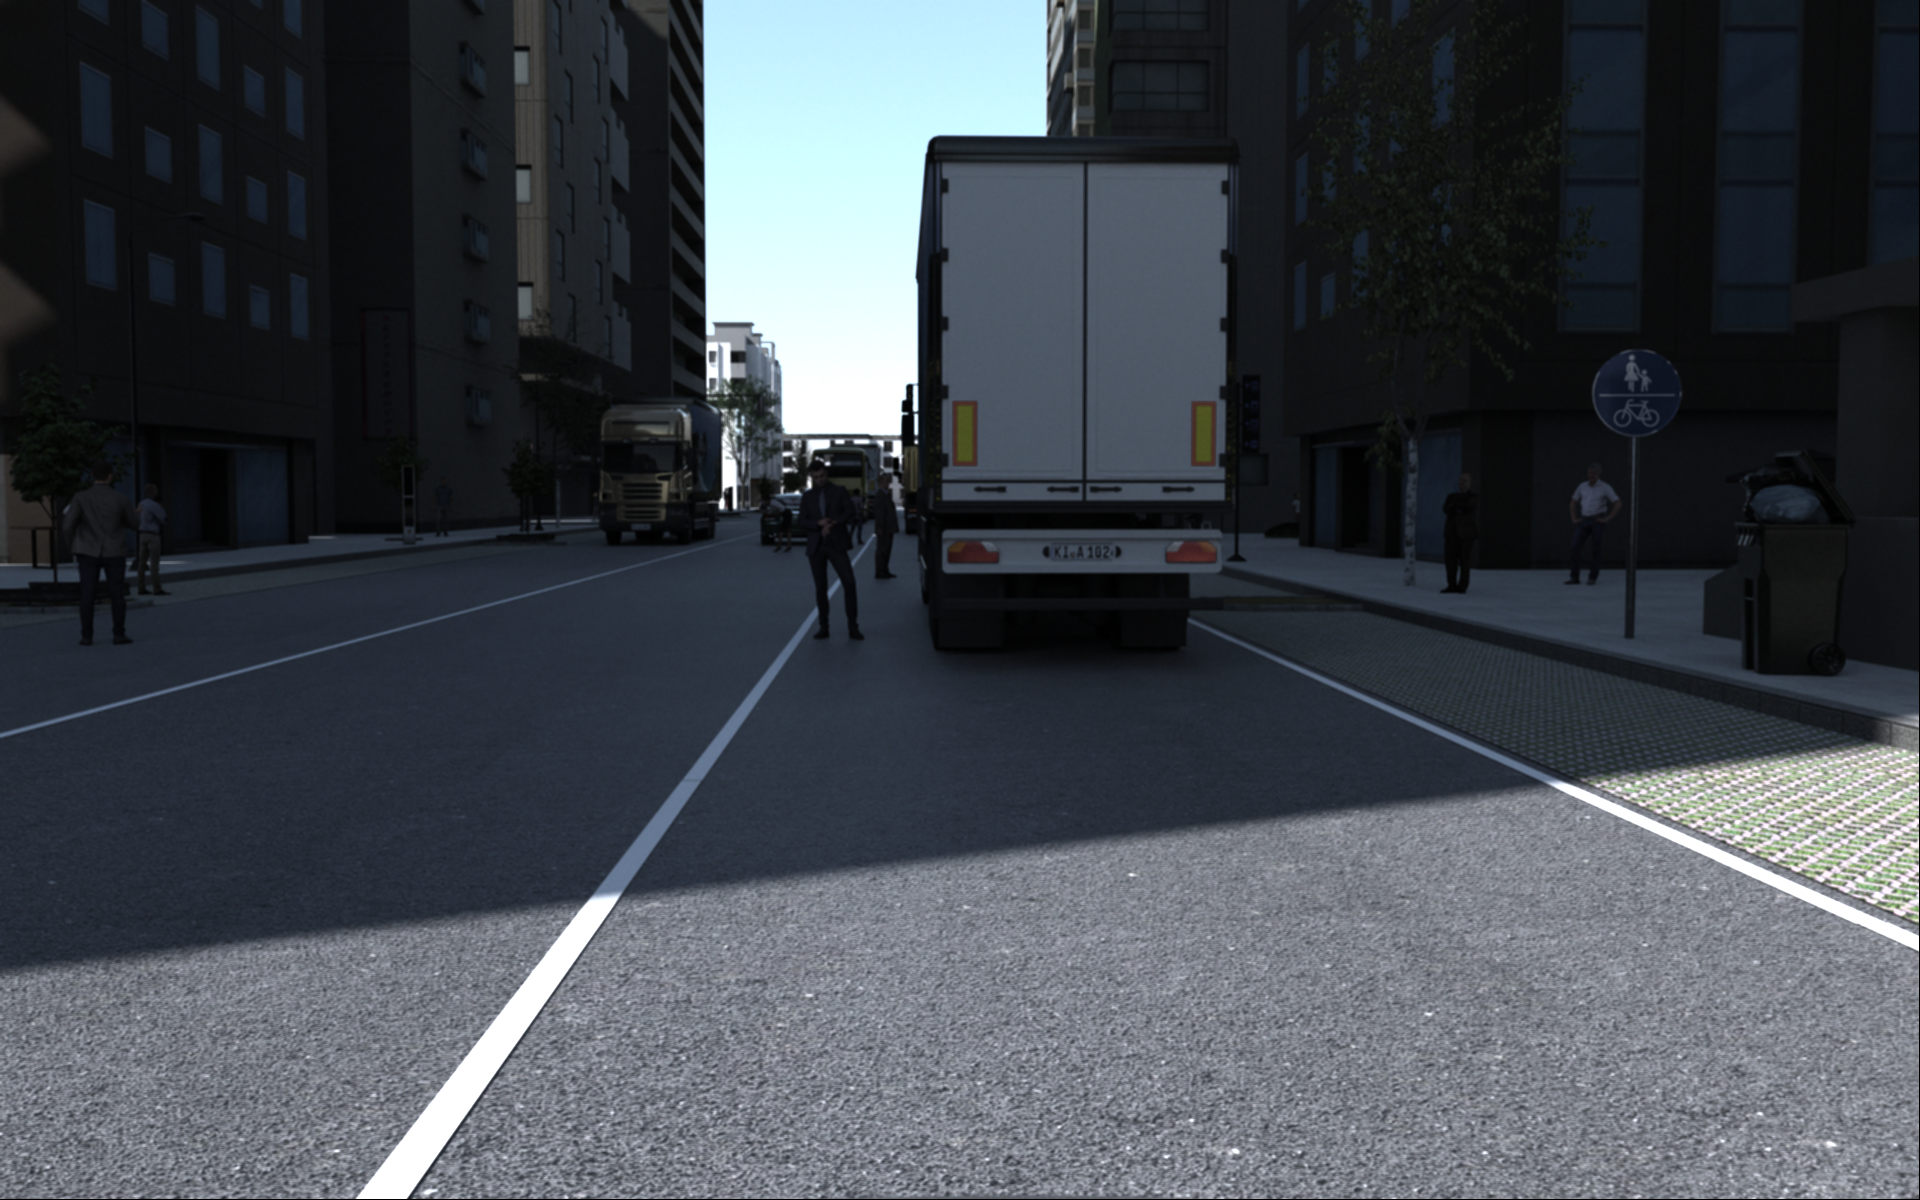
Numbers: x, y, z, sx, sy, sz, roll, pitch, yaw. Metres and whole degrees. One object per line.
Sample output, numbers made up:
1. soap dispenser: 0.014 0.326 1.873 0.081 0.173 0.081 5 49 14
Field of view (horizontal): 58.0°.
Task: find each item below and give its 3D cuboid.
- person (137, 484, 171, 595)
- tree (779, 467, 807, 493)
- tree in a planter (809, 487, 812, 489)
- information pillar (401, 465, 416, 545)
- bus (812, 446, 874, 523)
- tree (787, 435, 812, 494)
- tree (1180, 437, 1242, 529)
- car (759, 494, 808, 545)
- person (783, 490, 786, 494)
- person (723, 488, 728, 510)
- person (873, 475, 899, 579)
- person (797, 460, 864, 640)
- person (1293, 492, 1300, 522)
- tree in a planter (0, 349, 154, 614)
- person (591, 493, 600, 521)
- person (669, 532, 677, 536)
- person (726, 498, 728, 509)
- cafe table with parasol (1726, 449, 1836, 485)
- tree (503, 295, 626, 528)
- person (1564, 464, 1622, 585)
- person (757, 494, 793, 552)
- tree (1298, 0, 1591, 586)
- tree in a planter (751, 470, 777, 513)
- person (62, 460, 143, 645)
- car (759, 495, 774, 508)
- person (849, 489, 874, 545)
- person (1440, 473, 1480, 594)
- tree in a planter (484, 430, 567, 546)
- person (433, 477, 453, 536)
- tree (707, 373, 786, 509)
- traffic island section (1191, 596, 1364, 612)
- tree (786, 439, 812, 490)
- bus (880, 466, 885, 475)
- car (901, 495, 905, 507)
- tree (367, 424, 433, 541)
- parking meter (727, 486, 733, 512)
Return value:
1. person: -11.416 -0.850 24.462 0.516 1.574 0.319 2 4 32
2. tree: -20.292 -13.947 211.743 4.285 4.588 4.351 0 3 0
3. tree in a planter: -17.256 -12.875 207.721 1.991 3.239 1.994 0 4 -2
4. information pillar: -13.995 -2.414 43.964 0.304 2.012 0.304 -1 4 -19
5. bus: -5.892 -5.848 87.163 2.896 3.916 12.252 0 4 -2
6. tree: -19.731 -16.325 217.282 4.360 8.622 3.978 0 3 0
7. tree: 6.290 -3.962 48.498 4.285 4.588 4.351 0 3 0
8. car: -4.804 -2.361 50.404 2.131 1.459 4.920 0 4 -3
9. person: -20.385 -11.938 201.918 1.217 1.739 0.721 0 4 6
10. person: -19.406 -8.404 143.571 0.434 1.807 0.598 1 4 15
11. person: -1.248 -1.250 29.493 0.434 1.755 0.990 1 4 13
12. person: -1.283 -0.498 17.092 0.683 1.767 0.568 0 4 5
13. person: 10.527 -2.663 53.490 0.435 1.345 0.340 -1 4 -10
14. tree in a planter: -11.248 -1.482 21.447 1.991 3.239 1.994 0 4 -2
15. person: -17.337 -4.429 82.361 0.340 1.345 0.435 0 4 5
16. person: -9.645 -2.418 58.514 0.357 0.543 0.381 -1 4 -21
17. person: -20.334 -8.799 152.368 0.387 1.526 0.523 3 4 36
18. cafe table with parasol: 12.908 -1.314 26.357 2.610 1.966 2.610 0 4 6
19. tree: -14.895 -7.012 65.001 4.360 8.622 3.978 0 3 0
20. person: 8.913 -1.071 24.484 0.436 1.711 0.756 -2 4 -35
21. person: -4.539 -1.908 42.892 0.799 1.438 0.628 -3 5 -44
22. tree: 6.488 -4.504 24.005 4.737 8.622 4.395 0 3 0
23. tree in a planter: -14.782 -8.189 131.116 1.991 3.239 1.994 0 4 -2
24. person: -8.210 -0.466 16.651 0.617 1.759 0.750 -1 4 -15
25. car: -15.212 -7.767 139.566 1.945 1.354 3.894 0 4 -2
26. person: -2.917 -2.371 49.218 0.963 1.587 0.435 2 4 29
27. person: 6.466 -0.858 22.347 0.388 1.546 0.482 -3 5 -45
28. tree in a planter: -12.121 -3.135 48.472 1.991 3.239 1.994 0 4 -2
29. person: -15.681 -2.835 52.521 0.598 1.807 0.434 -1 4 -13
30. tree: -18.916 -13.733 150.285 9.928 11.665 9.643 0 3 0
31. traffic island section: 3.875 0.056 21.955 1.991 0.108 1.994 0 4 -2
32. tree: -20.303 -16.764 224.447 4.737 8.622 4.395 0 3 0
33. bus: -6.986 -8.336 127.846 2.896 3.916 12.252 0 4 -1
34. car: -5.364 -10.843 187.069 2.009 1.686 4.222 0 4 0
35. tree: -15.573 -3.263 47.953 1.663 3.219 1.824 0 3 0
36. parking meter: -16.869 -7.424 127.094 0.399 1.863 0.255 -1 4 -16
